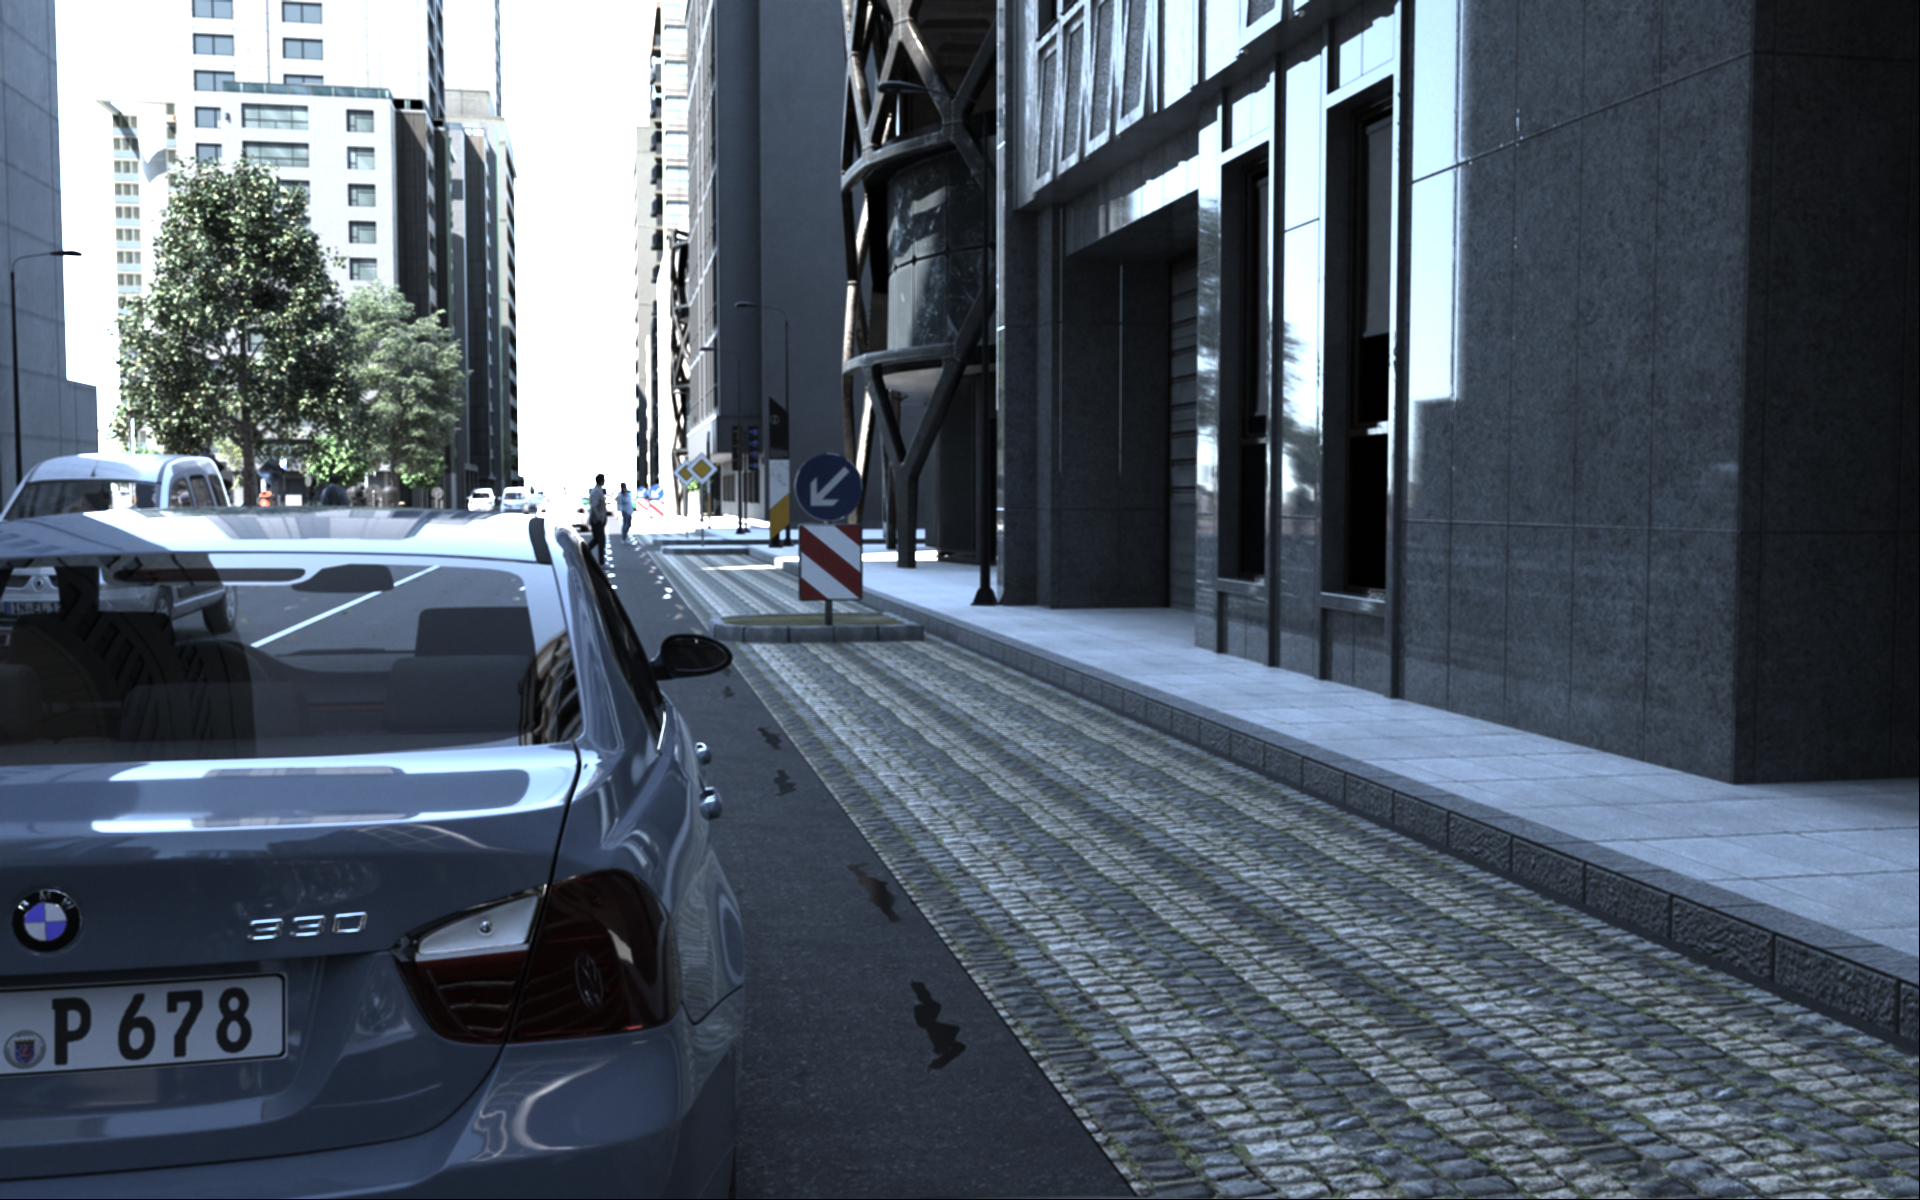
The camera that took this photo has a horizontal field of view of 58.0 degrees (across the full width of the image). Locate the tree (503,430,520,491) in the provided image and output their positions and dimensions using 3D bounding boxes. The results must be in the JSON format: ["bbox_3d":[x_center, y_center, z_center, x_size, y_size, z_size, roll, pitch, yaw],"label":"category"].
[{"bbox_3d":[-51.913,-15.040,196.258,4.360,8.622,3.978,0,3,0],"label":"tree"}]

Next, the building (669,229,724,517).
[{"bbox_3d":[-8.308,-14.242,100.316,16.820,18.784,16.811,-1,4,-12],"label":"building"}]

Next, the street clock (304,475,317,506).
[{"bbox_3d":[-24.437,-3.708,65.203,0.471,2.002,0.358,2,4,32],"label":"street clock"}]

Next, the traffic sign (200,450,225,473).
[{"bbox_3d":[-17.263,-2.206,39.705,0.795,2.450,0.064,-1,4,-12],"label":"traffic sign"}]

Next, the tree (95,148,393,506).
[{"bbox_3d":[-23.931,-8.611,57.802,9.611,12.733,9.660,0,3,0],"label":"tree"}]

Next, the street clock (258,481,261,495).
[{"bbox_3d":[-37.901,-5.473,94.058,0.358,2.002,0.471,-3,4,-38],"label":"street clock"}]

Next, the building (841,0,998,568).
[{"bbox_3d":[5.881,-10.250,35.045,16.820,18.784,16.811,-1,4,-12],"label":"building"}]

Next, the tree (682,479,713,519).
[{"bbox_3d":[-13.590,-5.767,88.889,1.663,3.219,1.824,0,3,0],"label":"tree"}]

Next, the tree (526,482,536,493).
[{"bbox_3d":[-68.628,-17.279,277.109,1.663,3.219,1.824,0,3,0],"label":"tree"}]

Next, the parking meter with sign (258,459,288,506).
[{"bbox_3d":[-33.512,-5.366,83.997,0.543,3.016,1.738,3,4,38],"label":"parking meter with sign"}]

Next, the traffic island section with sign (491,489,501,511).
[{"bbox_3d":[-38.784,-8.278,143.981,1.989,1.847,2.006,-1,4,-12],"label":"traffic island section with sign"}]

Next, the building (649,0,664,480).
[{"bbox_3d":[-16.480,-30.686,156.338,22.147,44.769,28.867,-1,4,-12],"label":"building"}]

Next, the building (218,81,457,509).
[{"bbox_3d":[-44.715,-21.668,125.981,14.160,30.474,14.107,-1,4,-12],"label":"building"}]

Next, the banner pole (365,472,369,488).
[{"bbox_3d":[-37.183,-7.254,108.612,0.401,3.779,0.863,-3,5,-39],"label":"banner pole"}]

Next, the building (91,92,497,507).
[{"bbox_3d":[-61.157,-28.861,163.755,32.217,40.220,23.993,-1,4,-12],"label":"building"}]

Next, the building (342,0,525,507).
[{"bbox_3d":[-69.213,-48.480,230.904,20.563,71.187,20.611,-1,4,-12],"label":"building"}]

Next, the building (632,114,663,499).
[{"bbox_3d":[-30.254,-36.427,219.286,21.300,48.544,21.600,-1,4,-12],"label":"building"}]

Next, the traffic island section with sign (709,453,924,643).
[{"bbox_3d":[-1.524,-0.545,17.531,1.989,1.847,2.006,-1,4,-12],"label":"traffic island section with sign"}]

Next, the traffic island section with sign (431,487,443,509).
[{"bbox_3d":[-28.792,-5.315,95.534,1.989,1.847,2.006,-1,4,-12],"label":"traffic island section with sign"}]

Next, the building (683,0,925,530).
[{"bbox_3d":[-4.070,-17.180,74.408,14.314,27.812,24.014,-1,4,-12],"label":"building"}]

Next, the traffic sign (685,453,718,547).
[{"bbox_3d":[-6.245,-2.343,41.946,0.795,2.450,0.064,-1,4,-12],"label":"traffic sign"}]

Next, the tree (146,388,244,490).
[{"bbox_3d":[-41.370,-8.663,91.997,4.737,8.622,4.395,0,3,0],"label":"tree"}]

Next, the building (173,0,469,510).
[{"bbox_3d":[-50.777,-43.006,141.400,20.563,71.187,20.611,-1,4,-12],"label":"building"}]

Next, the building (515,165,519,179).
[{"bbox_3d":[-79.642,-40.648,253.836,28.713,52.752,27.495,-1,4,-12],"label":"building"}]

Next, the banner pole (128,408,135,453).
[{"bbox_3d":[-24.123,-3.701,50.535,0.401,3.779,0.863,-2,4,-32],"label":"banner pole"}]

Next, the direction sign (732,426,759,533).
[{"bbox_3d":[-7.132,-4.011,57.572,0.876,3.537,0.379,-1,4,-15],"label":"direction sign"}]

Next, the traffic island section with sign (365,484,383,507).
[{"bbox_3d":[-23.339,-3.695,69.046,1.989,1.847,2.006,-1,4,-12],"label":"traffic island section with sign"}]

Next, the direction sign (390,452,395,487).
[{"bbox_3d":[-30.463,-6.180,93.041,0.379,3.537,0.876,0,4,-7],"label":"direction sign"}]

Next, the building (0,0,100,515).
[{"bbox_3d":[-27.425,-35.883,24.944,20.611,71.187,20.563,-1,4,-12],"label":"building"}]

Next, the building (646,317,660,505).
[{"bbox_3d":[-19.213,-20.849,185.919,27.650,21.520,28.899,-1,4,-12],"label":"building"}]

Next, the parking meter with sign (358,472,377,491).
[{"bbox_3d":[-40.018,-7.330,116.099,1.738,3.016,0.543,-2,4,-28],"label":"parking meter with sign"}]

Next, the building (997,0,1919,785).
[{"bbox_3d":[8.313,-11.799,10.938,12.078,24.808,19.932,-1,4,-12],"label":"building"}]

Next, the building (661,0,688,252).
[{"bbox_3d":[-15.985,-27.588,134.662,14.154,41.232,14.086,-1,4,-12],"label":"building"}]

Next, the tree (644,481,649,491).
[{"bbox_3d":[-36.852,-12.991,207.007,1.663,3.219,1.824,0,3,0],"label":"tree"}]

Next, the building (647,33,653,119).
[{"bbox_3d":[-40.135,-50.896,270.400,20.563,71.187,20.611,-1,4,-12],"label":"building"}]

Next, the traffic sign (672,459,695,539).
[{"bbox_3d":[-7.857,-2.821,49.767,0.795,2.450,0.064,-1,4,-12],"label":"traffic sign"}]

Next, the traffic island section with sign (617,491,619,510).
[{"bbox_3d":[-28.344,-8.504,147.666,1.989,1.847,2.006,-1,4,-12],"label":"traffic island section with sign"}]

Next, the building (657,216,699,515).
[{"bbox_3d":[-14.673,-15.986,116.118,10.420,20.320,16.860,-1,4,-12],"label":"building"}]

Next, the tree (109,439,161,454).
[{"bbox_3d":[-48.869,-7.273,102.623,4.285,4.588,4.351,0,3,0],"label":"tree"}]

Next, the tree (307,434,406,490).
[{"bbox_3d":[-28.923,-5.924,80.569,4.285,4.588,4.351,0,3,0],"label":"tree"}]

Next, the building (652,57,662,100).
[{"bbox_3d":[-34.158,-57.015,244.863,22.319,86.520,31.000,-1,4,-12],"label":"building"}]

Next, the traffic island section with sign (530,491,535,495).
[{"bbox_3d":[-55.606,-13.273,225.640,1.989,1.847,2.006,-1,4,-12],"label":"traffic island section with sign"}]

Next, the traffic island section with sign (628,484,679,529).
[{"bbox_3d":[-12.779,-3.889,72.215,1.989,1.847,2.006,-1,4,-12],"label":"traffic island section with sign"}]

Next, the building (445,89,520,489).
[{"bbox_3d":[-65.288,-35.879,210.316,21.300,48.544,21.600,-1,4,-12],"label":"building"}]

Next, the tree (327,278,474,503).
[{"bbox_3d":[-33.229,-11.931,101.724,9.857,13.997,8.962,0,3,0],"label":"tree"}]

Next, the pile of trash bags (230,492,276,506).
[{"bbox_3d":[-28.934,-3.667,69.710,3.447,1.369,1.912,1,4,23],"label":"pile of trash bags"}]

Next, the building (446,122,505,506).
[{"bbox_3d":[-56.477,-30.638,184.521,14.154,41.232,14.086,-1,4,-12],"label":"building"}]

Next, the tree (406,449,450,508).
[{"bbox_3d":[-35.548,-8.012,114.709,4.285,4.588,4.351,0,3,0],"label":"tree"}]

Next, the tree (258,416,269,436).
[{"bbox_3d":[-48.314,-10.159,116.468,4.737,8.622,4.395,0,3,0],"label":"tree"}]

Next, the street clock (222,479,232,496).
[{"bbox_3d":[-35.066,-4.786,82.821,0.471,2.002,0.358,1,4,16],"label":"street clock"}]

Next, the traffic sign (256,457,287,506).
[{"bbox_3d":[-18.875,-2.684,47.526,0.795,2.450,0.064,-1,4,-12],"label":"traffic sign"}]
